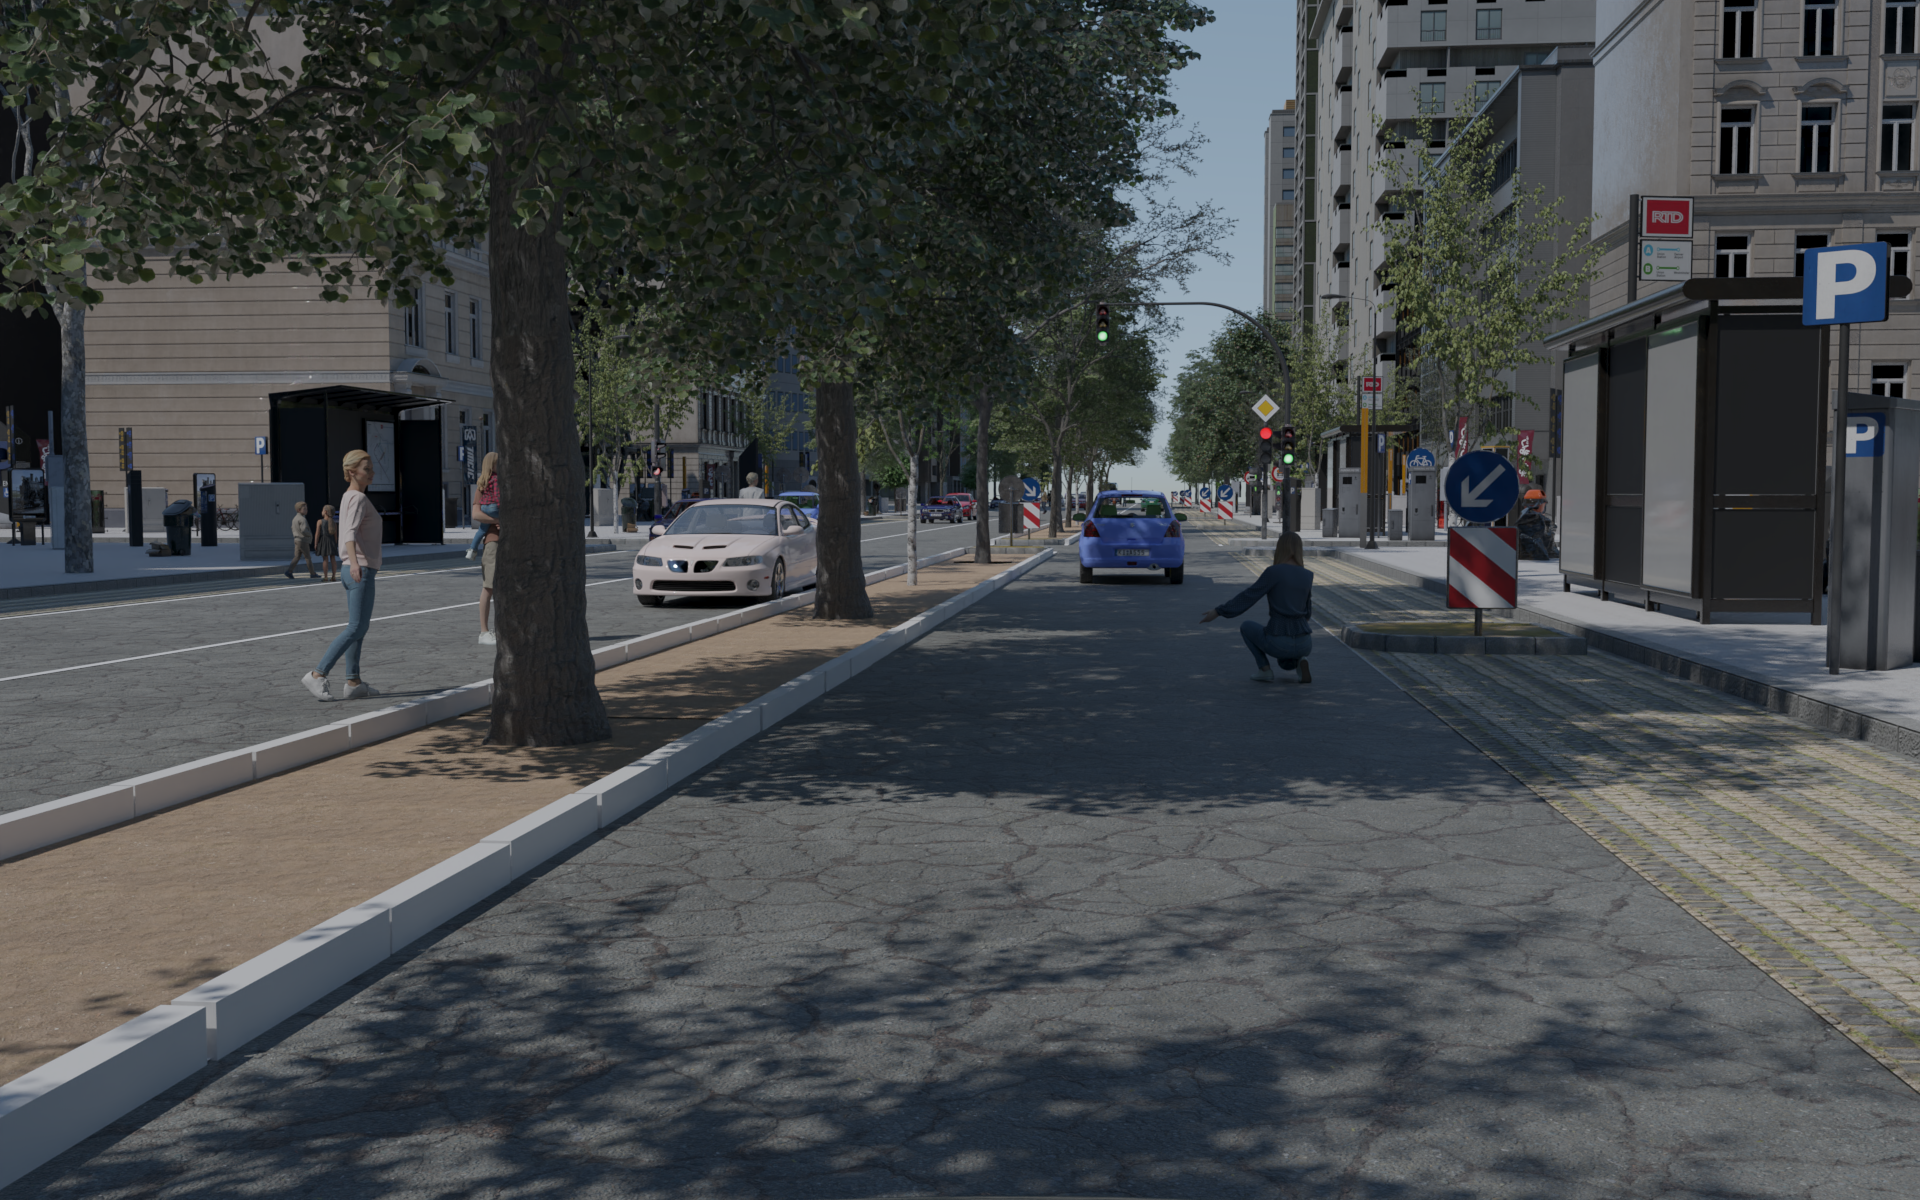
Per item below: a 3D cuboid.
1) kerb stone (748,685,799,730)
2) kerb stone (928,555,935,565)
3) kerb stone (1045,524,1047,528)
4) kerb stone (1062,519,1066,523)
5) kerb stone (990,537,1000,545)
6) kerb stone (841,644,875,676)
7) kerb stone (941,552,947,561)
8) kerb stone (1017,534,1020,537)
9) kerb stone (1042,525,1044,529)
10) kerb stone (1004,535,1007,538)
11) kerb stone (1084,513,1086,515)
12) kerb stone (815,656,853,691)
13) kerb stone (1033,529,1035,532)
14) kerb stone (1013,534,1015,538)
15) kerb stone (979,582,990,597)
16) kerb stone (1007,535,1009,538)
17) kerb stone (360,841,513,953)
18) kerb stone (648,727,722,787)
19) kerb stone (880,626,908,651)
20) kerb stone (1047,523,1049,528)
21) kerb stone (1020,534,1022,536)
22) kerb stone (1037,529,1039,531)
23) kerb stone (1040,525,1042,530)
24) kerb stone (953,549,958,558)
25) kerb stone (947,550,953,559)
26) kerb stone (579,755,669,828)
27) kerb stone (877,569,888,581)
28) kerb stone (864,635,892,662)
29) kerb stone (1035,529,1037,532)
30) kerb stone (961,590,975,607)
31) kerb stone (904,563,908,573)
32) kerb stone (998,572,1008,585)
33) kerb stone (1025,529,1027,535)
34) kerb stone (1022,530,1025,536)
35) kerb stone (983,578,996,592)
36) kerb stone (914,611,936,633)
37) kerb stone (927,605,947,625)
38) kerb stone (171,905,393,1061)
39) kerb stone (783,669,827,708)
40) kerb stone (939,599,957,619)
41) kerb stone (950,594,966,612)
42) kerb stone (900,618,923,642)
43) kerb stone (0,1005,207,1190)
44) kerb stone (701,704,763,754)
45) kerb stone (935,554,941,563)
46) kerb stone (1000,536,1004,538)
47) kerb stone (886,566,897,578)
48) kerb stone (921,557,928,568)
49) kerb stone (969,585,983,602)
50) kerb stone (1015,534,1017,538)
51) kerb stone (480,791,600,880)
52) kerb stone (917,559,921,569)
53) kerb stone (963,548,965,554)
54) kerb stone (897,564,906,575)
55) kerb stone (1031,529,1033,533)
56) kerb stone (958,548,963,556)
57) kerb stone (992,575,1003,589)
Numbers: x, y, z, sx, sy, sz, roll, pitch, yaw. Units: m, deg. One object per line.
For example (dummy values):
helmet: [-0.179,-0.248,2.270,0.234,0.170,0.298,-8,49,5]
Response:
kerb stone: [-1.198,0.686,10.986,0.120,0.150,1.000,0,4,6]
kerb stone: [-0.670,-0.762,34.652,0.120,0.150,1.000,0,4,6]
kerb stone: [3.373,-2.974,70.878,0.120,0.150,1.000,0,4,6]
kerb stone: [5.529,-4.157,90.215,0.120,0.150,1.000,0,4,6]
kerb stone: [0.974,-1.670,49.493,0.120,0.150,1.000,0,4,6]
kerb stone: [-0.853,0.498,14.048,0.120,0.150,1.000,0,4,6]
kerb stone: [-0.442,-0.885,36.688,0.120,0.150,1.000,0,4,6]
kerb stone: [1.780,-2.106,56.626,0.120,0.150,1.000,0,4,6]
kerb stone: [3.147,-2.853,68.838,0.120,0.150,1.000,0,4,6]
kerb stone: [1.209,-1.794,51.531,0.120,0.150,1.000,0,4,6]
kerb stone: [8.837,-5.960,119.759,0.120,0.150,1.000,0,4,6]
kerb stone: [-0.972,0.560,13.033,0.120,0.150,1.000,0,4,6]
kerb stone: [2.574,-2.540,63.742,0.120,0.150,1.000,0,4,6]
kerb stone: [1.556,-1.980,54.584,0.120,0.150,1.000,0,4,6]
kerb stone: [0.277,-0.118,24.228,0.120,0.150,1.000,0,4,6]
kerb stone: [1.323,-1.856,52.546,0.120,0.150,1.000,0,4,6]
kerb stone: [-1.772,1.003,5.894,0.120,0.150,1.000,0,4,6]
kerb stone: [-1.428,0.810,8.947,0.120,0.150,1.000,0,4,6]
kerb stone: [-0.639,0.374,16.088,0.120,0.150,1.000,0,4,6]
kerb stone: [3.485,-3.040,71.894,0.120,0.150,1.000,0,4,6]
kerb stone: [1.895,-2.162,57.642,0.120,0.150,1.000,0,4,6]
kerb stone: [2.805,-2.666,65.777,0.120,0.150,1.000,0,4,6]
kerb stone: [3.033,-2.788,67.814,0.120,0.150,1.000,0,4,6]
kerb stone: [-0.213,-1.012,38.736,0.120,0.150,1.000,0,4,6]
kerb stone: [-0.331,-0.943,37.705,0.120,0.150,1.000,0,4,6]
kerb stone: [-1.540,0.873,7.926,0.120,0.150,1.000,0,4,6]
kerb stone: [-1.367,-0.384,28.515,0.120,0.150,1.000,0,4,6]
kerb stone: [-0.750,0.440,15.071,0.120,0.150,1.000,0,4,6]
kerb stone: [2.685,-2.603,64.762,0.120,0.150,1.000,0,4,6]
kerb stone: [0.049,0.004,22.189,0.120,0.150,1.000,0,4,6]
kerb stone: [-1.012,-0.574,31.579,0.120,0.150,1.000,0,4,6]
kerb stone: [0.617,-0.305,27.285,0.120,0.150,1.000,0,4,6]
kerb stone: [2.127,-2.291,59.674,0.120,0.150,1.000,0,4,6]
kerb stone: [2.007,-2.223,58.659,0.120,0.150,1.000,0,4,6]
kerb stone: [0.383,-0.186,25.244,0.120,0.150,1.000,0,4,6]
kerb stone: [-0.404,0.249,18.123,0.120,0.150,1.000,0,4,6]
kerb stone: [-0.295,0.187,19.140,0.120,0.150,1.000,0,4,6]
kerb stone: [-1.882,1.059,4.877,0.120,0.150,1.000,0,4,6]
kerb stone: [-1.092,0.623,12.008,0.120,0.150,1.000,0,4,6]
kerb stone: [-0.178,0.125,20.155,0.120,0.150,1.000,0,4,6]
kerb stone: [-0.069,0.063,21.172,0.120,0.150,1.000,0,4,6]
kerb stone: [-0.519,0.318,17.108,0.120,0.150,1.000,0,4,6]
kerb stone: [-2.004,1.123,3.853,0.120,0.150,1.000,0,4,6]
kerb stone: [-1.322,0.748,9.963,0.120,0.150,1.000,0,4,6]
kerb stone: [-0.560,-0.824,35.668,0.120,0.150,1.000,0,4,6]
kerb stone: [1.094,-1.729,50.514,0.120,0.150,1.000,0,4,6]
kerb stone: [-1.243,-0.449,29.530,0.120,0.150,1.000,0,4,6]
kerb stone: [-0.790,-0.699,33.627,0.120,0.150,1.000,0,4,6]
kerb stone: [0.168,-0.062,23.211,0.120,0.150,1.000,0,4,6]
kerb stone: [1.662,-2.043,55.600,0.120,0.150,1.000,0,4,6]
kerb stone: [-1.664,0.935,6.910,0.120,0.150,1.000,0,4,6]
kerb stone: [-0.903,-0.635,32.611,0.120,0.150,1.000,0,4,6]
kerb stone: [0.012,-1.136,40.769,0.120,0.150,1.000,0,4,6]
kerb stone: [-1.133,-0.510,30.564,0.120,0.150,1.000,0,4,6]
kerb stone: [2.461,-2.479,62.723,0.120,0.150,1.000,0,4,6]
kerb stone: [-0.096,-1.074,39.752,0.120,0.150,1.000,0,4,6]
kerb stone: [0.508,-0.249,26.268,0.120,0.150,1.000,0,4,6]
